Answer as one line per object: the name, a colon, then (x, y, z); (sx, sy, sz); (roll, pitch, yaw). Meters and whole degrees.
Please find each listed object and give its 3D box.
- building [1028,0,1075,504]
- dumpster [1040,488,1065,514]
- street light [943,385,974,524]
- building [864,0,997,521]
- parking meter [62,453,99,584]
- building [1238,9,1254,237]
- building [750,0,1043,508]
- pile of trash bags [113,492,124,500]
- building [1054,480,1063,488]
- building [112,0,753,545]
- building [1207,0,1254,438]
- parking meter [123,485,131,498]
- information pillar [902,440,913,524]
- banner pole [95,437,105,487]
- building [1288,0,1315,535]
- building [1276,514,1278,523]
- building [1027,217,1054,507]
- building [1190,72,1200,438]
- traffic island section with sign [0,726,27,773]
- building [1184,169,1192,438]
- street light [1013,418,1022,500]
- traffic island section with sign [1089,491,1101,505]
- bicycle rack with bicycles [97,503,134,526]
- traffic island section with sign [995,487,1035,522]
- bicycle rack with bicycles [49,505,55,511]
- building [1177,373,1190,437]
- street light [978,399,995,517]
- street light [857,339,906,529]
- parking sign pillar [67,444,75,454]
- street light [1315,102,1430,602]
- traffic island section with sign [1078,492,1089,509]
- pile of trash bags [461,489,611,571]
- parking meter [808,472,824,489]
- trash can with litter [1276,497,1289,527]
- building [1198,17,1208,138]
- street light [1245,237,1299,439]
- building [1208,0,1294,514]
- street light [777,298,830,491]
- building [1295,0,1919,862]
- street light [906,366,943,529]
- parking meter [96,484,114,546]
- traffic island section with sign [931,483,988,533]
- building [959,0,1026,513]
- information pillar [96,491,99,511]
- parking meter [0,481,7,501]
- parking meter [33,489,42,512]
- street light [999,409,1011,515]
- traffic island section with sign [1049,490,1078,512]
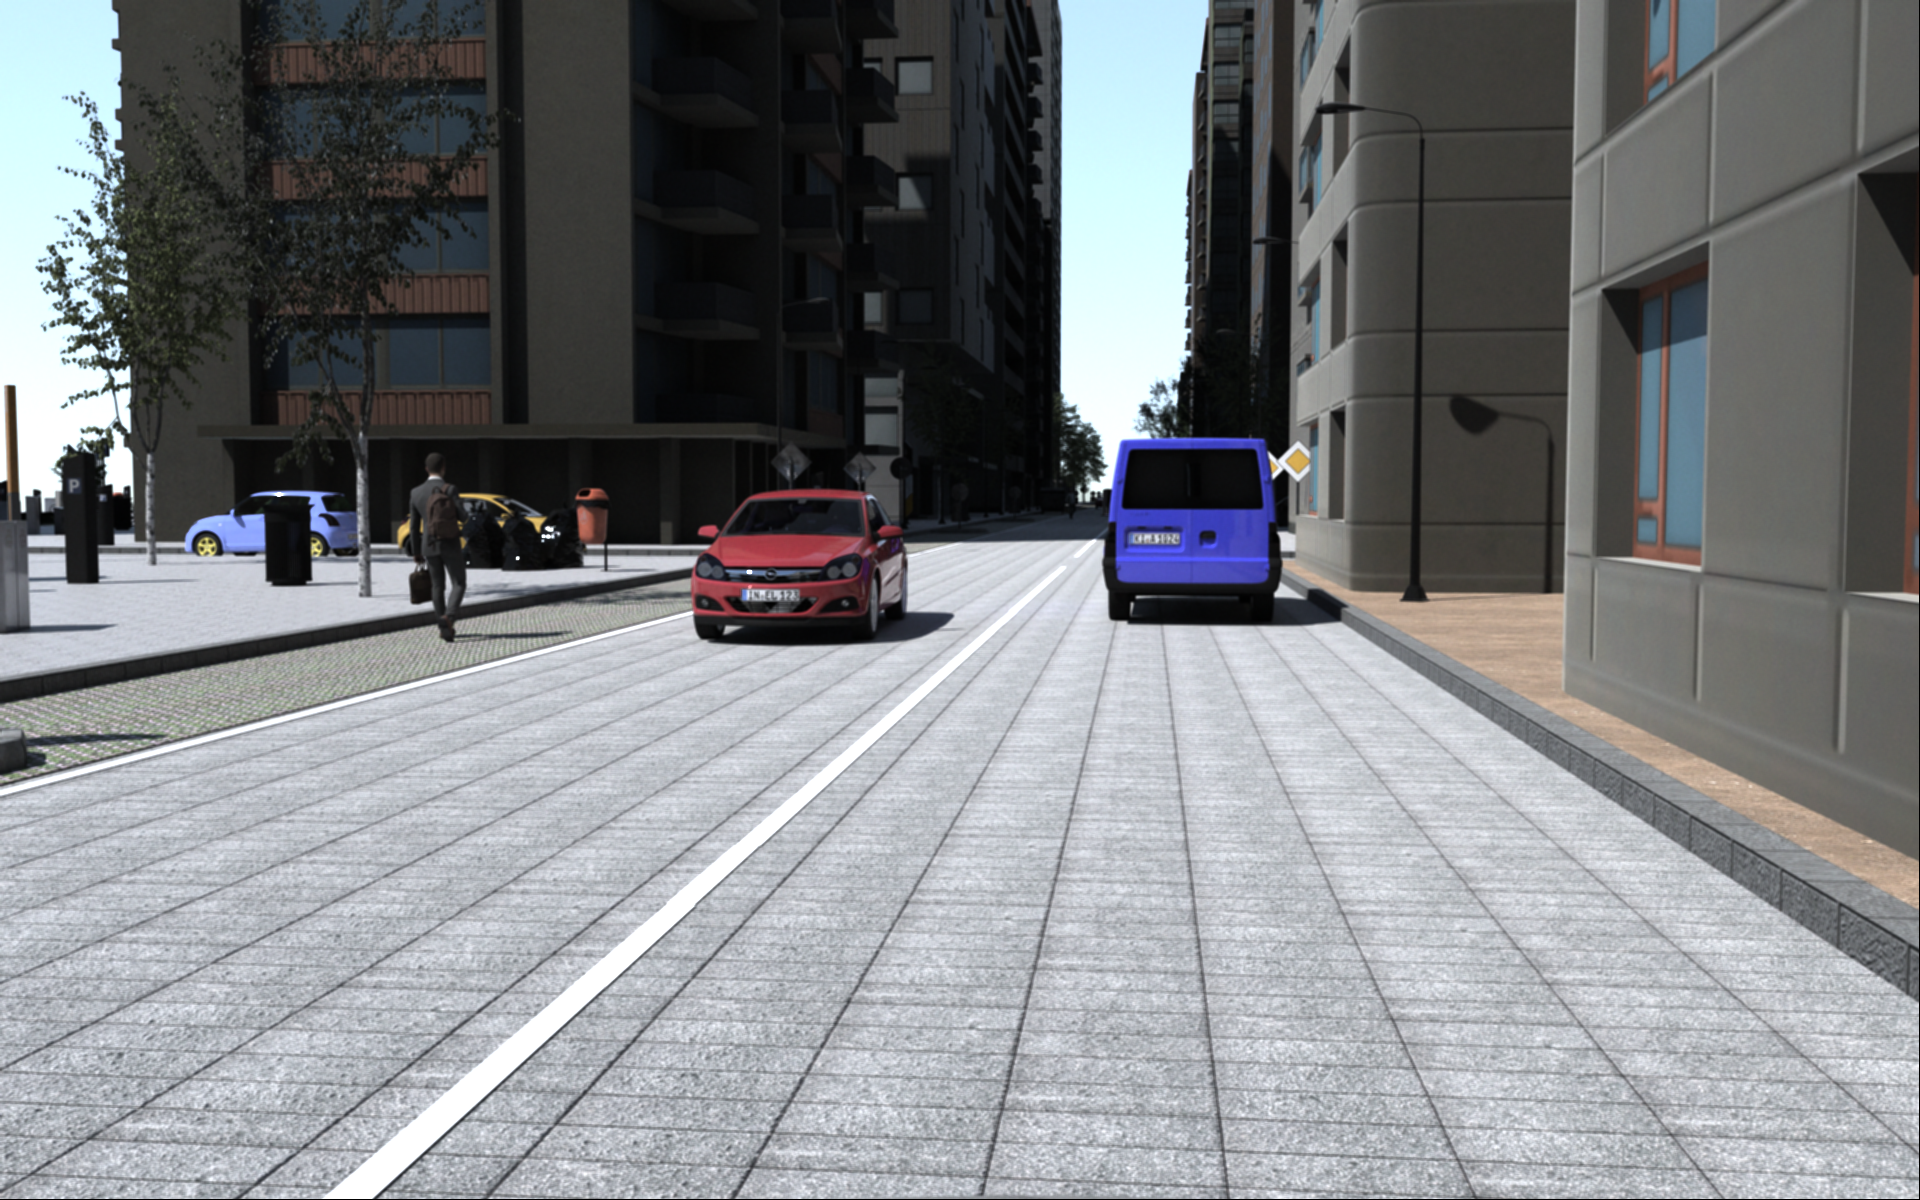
building: (6.659, -49.924, 254.510); (20.563, 71.187, 20.611); (0, 4, 6)
dumpster: (6.609, -7.043, 123.367); (1.865, 1.857, 1.264); (0, 4, 5)
street light: (-0.226, -6.182, 73.621); (1.470, 5.913, 1.316); (0, 4, 6)
building: (-12.380, -30.978, 95.726); (28.713, 52.752, 27.495); (0, 4, 6)
parking meter: (-12.620, -1.170, 24.842); (0.399, 1.863, 0.255); (1, 4, 10)
building: (24.055, -20.481, 106.572); (14.160, 30.474, 14.107); (0, 4, 6)
building: (-4.145, -30.516, 153.562); (22.147, 44.769, 28.867); (0, 4, 6)
pile of trash bags: (-43.421, -5.055, 92.408); (3.447, 1.369, 1.912); (-3, 5, -44)
building: (-3.671, -31.898, 213.415); (32.217, 40.220, 23.993); (0, 4, 6)
building: (-13.996, -24.562, 56.207); (22.147, 44.769, 28.867); (0, 4, 6)
building: (24.688, -26.859, 122.737); (14.154, 41.232, 14.086); (0, 4, 6)
parking meter: (-56.369, -6.821, 117.230); (0.399, 1.863, 0.255); (0, 4, -2)
information pillar: (-2.220, -5.002, 73.131); (0.504, 3.616, 0.183); (3, 4, 38)
banner pole: (-37.934, -5.289, 76.488); (0.863, 3.779, 0.401); (2, 4, 33)
building: (20.883, -26.112, 50.638); (21.600, 48.544, 21.300); (0, 4, 6)
building: (21.001, -26.306, 80.218); (14.600, 45.320, 14.200); (0, 4, 6)
building: (2.100, -24.660, 174.898); (14.160, 30.474, 14.107); (0, 4, 6)
building: (31.186, -32.434, 180.399); (14.600, 45.320, 14.200); (0, 4, 6)
traffic island section with sign: (-5.911, -0.001, 8.642); (1.989, 1.847, 2.006); (0, 4, 6)
building: (40.822, -35.093, 228.399); (22.147, 44.769, 28.867); (0, 4, 6)
street light: (3.068, -8.145, 105.708); (1.470, 5.913, 1.316); (0, 4, 6)
traffic island section with sign: (17.163, -13.069, 222.300); (1.989, 1.847, 2.006); (0, 4, 6)
bicycle rack with bicycles: (-34.182, -3.485, 70.367); (2.925, 0.926, 2.852); (-1, 4, -17)
traffic island section with sign: (2.905, -4.994, 90.280); (1.989, 1.847, 2.006); (0, 4, 6)
bicycle rack with bicycles: (-55.135, -5.812, 108.401); (2.925, 0.926, 2.852); (-1, 4, -16)
building: (46.426, -25.227, 257.502); (27.650, 21.520, 28.899); (0, 4, 6)
street light: (0.901, -6.836, 84.314); (1.470, 5.913, 1.316); (0, 4, 6)
street light: (-2.519, -4.873, 52.216); (1.470, 5.913, 1.316); (0, 4, 6)
parking sign pillar: (-47.541, -6.398, 93.084); (1.447, 3.967, 1.447); (2, 4, 25)
street light: (4.914, -2.942, 20.651); (1.470, 5.913, 1.316); (0, 4, 6)
traffic island section with sign: (11.200, -9.692, 167.085); (1.989, 1.847, 2.006); (0, 4, 6)
pile of trash bags: (-7.103, -1.211, 29.558); (3.447, 1.369, 1.912); (3, 5, 41)
parking meter: (-3.828, -2.463, 45.975); (0.399, 1.863, 0.255); (-1, 4, -18)
trash can with litter: (12.395, -3.437, 67.584); (1.055, 1.170, 0.624); (0, 4, 2)
building: (33.027, -30.816, 158.469); (22.147, 44.769, 28.867); (0, 4, 6)
street light: (5.985, -3.600, 31.394); (1.470, 5.913, 1.316); (0, 4, 6)
building: (26.773, -29.810, 137.507); (14.600, 45.320, 14.200); (0, 4, 6)
street light: (-3.773, -4.202, 41.248); (1.470, 5.913, 1.316); (0, 4, 6)
building: (18.291, -10.396, 15.009); (27.650, 21.520, 28.899); (0, 4, 6)
street light: (-1.500, -5.529, 62.944); (1.470, 5.913, 1.316); (0, 4, 6)
parking meter: (-21.358, -2.132, 43.276); (0.372, 1.533, 0.369); (0, 3, 0)
traffic island section with sign: (0.013, -3.355, 63.480); (1.989, 1.847, 2.006); (0, 4, 6)
building: (-6.523, -30.814, 127.504); (21.300, 48.544, 21.600); (0, 4, 6)
information pillar: (-44.160, -5.135, 88.443); (0.304, 2.012, 0.304); (1, 4, 11)
parking meter: (-49.522, -5.152, 89.949); (0.399, 1.863, 0.255); (-1, 4, -14)
parking meter: (-48.261, -5.027, 90.607); (0.372, 1.533, 0.369); (0, 3, 0)
street light: (1.974, -7.491, 95.012); (1.470, 5.913, 1.316); (0, 4, 6)
traffic island section with sign: (8.243, -8.016, 139.697); (1.989, 1.847, 2.006); (0, 4, 6)
